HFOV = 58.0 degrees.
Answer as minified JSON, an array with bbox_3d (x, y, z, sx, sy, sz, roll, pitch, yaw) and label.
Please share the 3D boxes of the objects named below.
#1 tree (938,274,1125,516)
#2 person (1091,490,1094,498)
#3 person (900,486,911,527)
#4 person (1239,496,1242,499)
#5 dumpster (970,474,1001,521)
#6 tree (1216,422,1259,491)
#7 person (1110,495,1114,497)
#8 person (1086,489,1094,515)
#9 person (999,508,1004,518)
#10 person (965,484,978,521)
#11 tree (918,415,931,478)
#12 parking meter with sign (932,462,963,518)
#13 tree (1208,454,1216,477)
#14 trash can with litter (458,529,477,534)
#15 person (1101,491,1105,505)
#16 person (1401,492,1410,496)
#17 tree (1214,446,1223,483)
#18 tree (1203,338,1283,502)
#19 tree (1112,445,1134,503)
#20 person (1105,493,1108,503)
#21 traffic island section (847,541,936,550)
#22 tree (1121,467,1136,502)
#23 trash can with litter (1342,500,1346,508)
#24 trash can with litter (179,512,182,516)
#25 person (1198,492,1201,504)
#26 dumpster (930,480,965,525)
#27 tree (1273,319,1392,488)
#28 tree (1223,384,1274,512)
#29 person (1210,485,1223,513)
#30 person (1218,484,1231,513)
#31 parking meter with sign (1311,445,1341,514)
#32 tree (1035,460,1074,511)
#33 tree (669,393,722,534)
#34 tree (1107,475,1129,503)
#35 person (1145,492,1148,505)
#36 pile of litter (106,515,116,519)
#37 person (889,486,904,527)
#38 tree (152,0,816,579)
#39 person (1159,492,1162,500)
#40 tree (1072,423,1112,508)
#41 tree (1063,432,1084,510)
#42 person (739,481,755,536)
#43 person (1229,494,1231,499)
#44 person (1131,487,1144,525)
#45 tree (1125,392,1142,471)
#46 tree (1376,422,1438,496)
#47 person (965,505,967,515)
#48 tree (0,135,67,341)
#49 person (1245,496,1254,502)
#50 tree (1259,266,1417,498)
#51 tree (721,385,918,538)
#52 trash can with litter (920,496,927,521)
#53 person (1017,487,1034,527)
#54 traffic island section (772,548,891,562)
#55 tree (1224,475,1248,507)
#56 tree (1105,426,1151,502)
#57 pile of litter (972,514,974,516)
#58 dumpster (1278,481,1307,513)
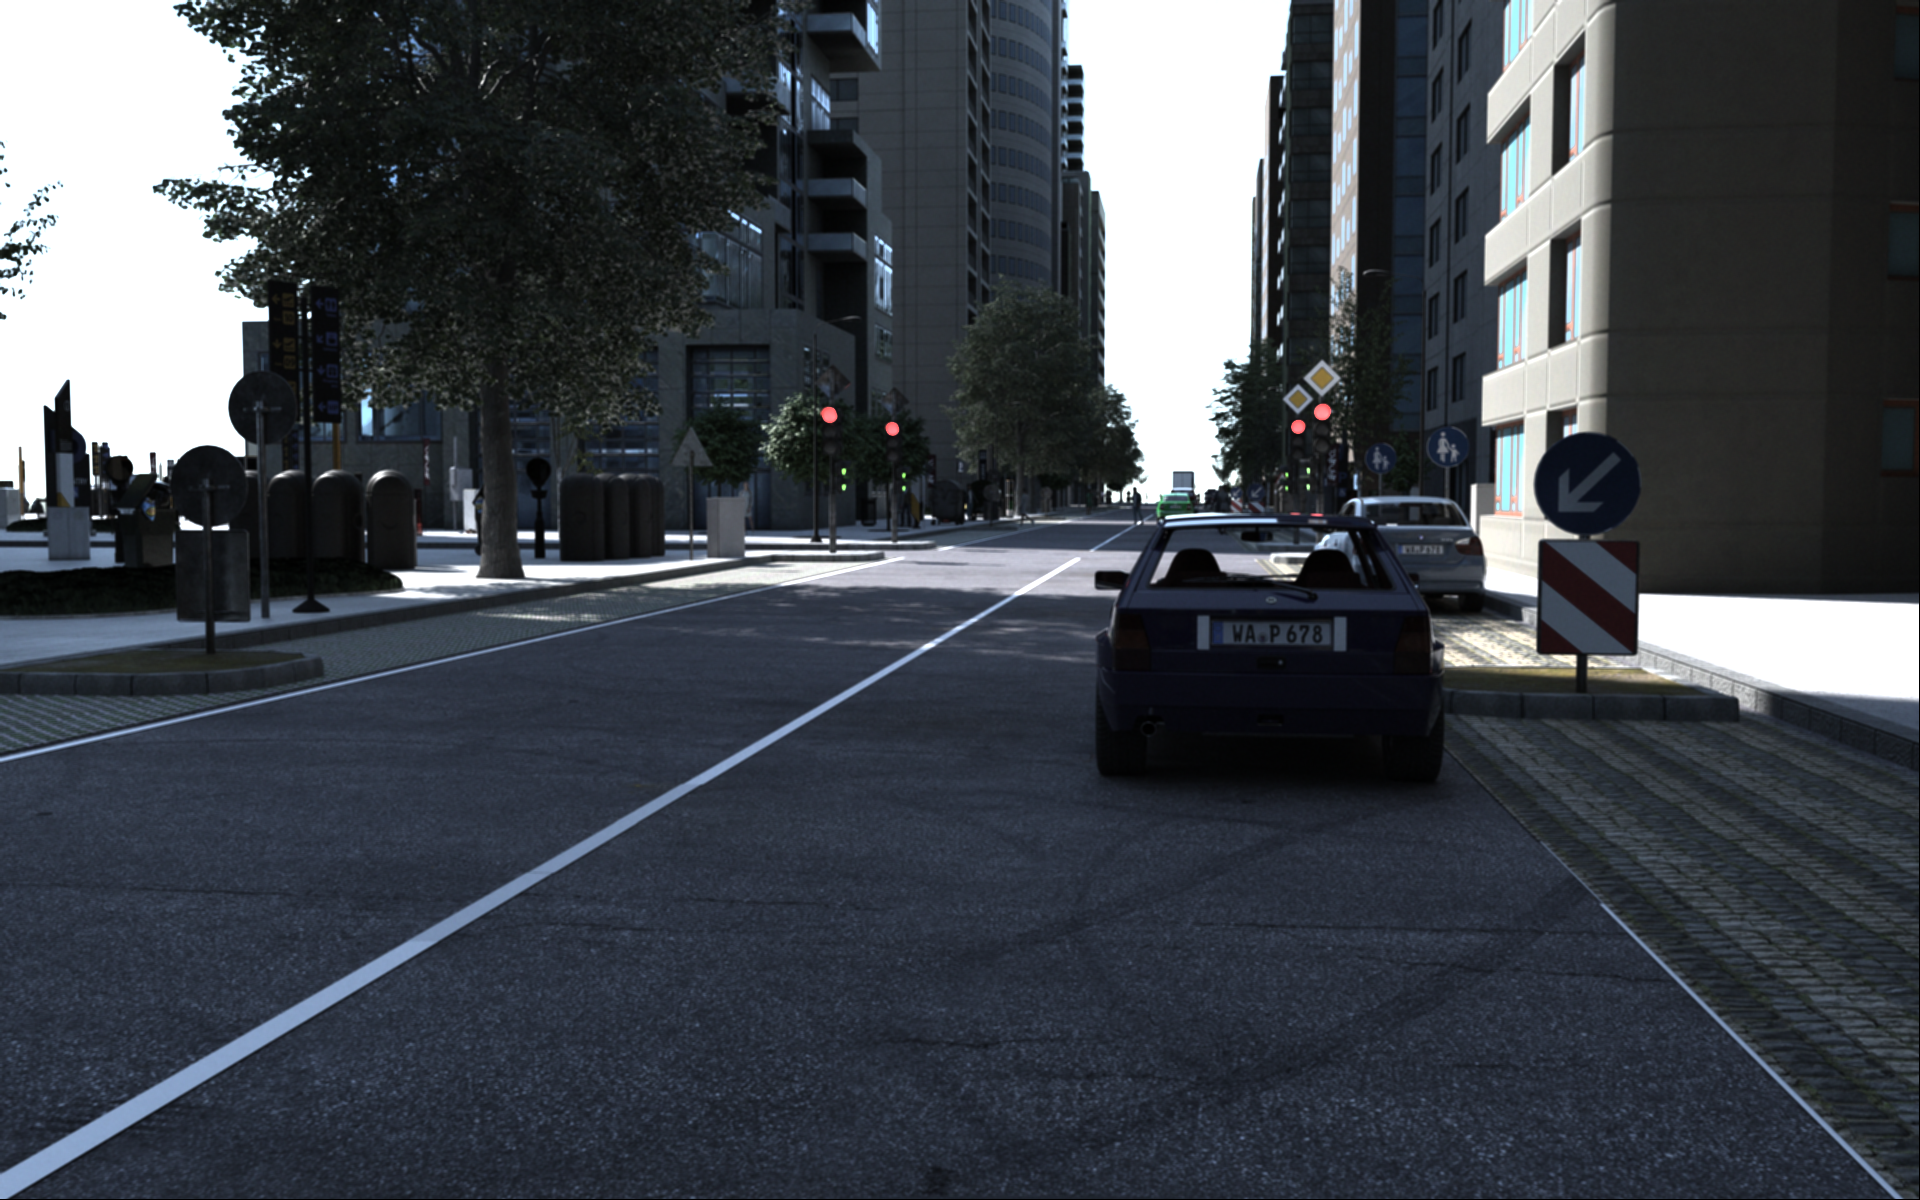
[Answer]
[{"bbox_3d":[3.626,-11.915,101.471,9.857,13.997,8.962,0,3,0],"label":"tree"},{"bbox_3d":[15.898,-12.373,208.435,0.705,1.812,1.348,3,5,44],"label":"person"},{"bbox_3d":[-2.120,-3.728,66.913,0.656,1.842,0.836,-1,4,-20],"label":"person"},{"bbox_3d":[34.897,-12.812,215.594,0.705,1.814,1.350,1,4,13],"label":"person"},{"bbox_3d":[1.135,-4.948,83.387,1.502,2.255,1.985,0,4,7],"label":"dumpster"},{"bbox_3d":[23.158,-11.299,135.103,4.737,8.622,4.395,0,3,0],"label":"tree"},{"bbox_3d":[22.606,-15.649,261.541,1.348,1.869,0.705,-2,4,-32],"label":"person"},{"bbox_3d":[8.825,-6.705,118.368,0.529,1.795,0.600,-2,4,-33],"label":"person"},{"bbox_3d":[1.732,-5.213,91.488,1.509,1.804,0.699,-3,4,-38],"label":"person"},{"bbox_3d":[0.431,-4.613,81.811,0.623,1.781,0.721,-3,5,-44],"label":"person"},{"bbox_3d":[-2.467,-4.669,60.059,4.285,4.588,4.351,0,3,0],"label":"tree"},{"bbox_3d":[-0.728,-5.990,94.198,1.738,3.016,0.543,2,4,28],"label":"parking meter with sign"},{"bbox_3d":[36.448,-17.625,238.535,4.737,8.622,4.395,0,3,0],"label":"tree"},{"bbox_3d":[-15.547,-2.767,56.295,1.678,1.210,2.233,-3,5,-42],"label":"trash can with litter"},{"bbox_3d":[16.978,-12.210,206.621,0.756,1.711,0.436,2,4,26],"label":"person"},{"bbox_3d":[16.876,-3.607,65.193,0.661,1.801,0.590,2,4,32],"label":"person"},{"bbox_3d":[39.795,-18.854,258.618,4.360,8.622,3.978,0,3,0],"label":"tree"},{"bbox_3d":[21.505,-12.671,125.294,7.486,12.596,7.792,0,3,0],"label":"tree"},{"bbox_3d":[22.219,-17.889,242.846,4.360,8.622,3.978,0,3,0],"label":"tree"},{"bbox_3d":[17.731,-12.396,209.380,0.621,1.740,0.551,-1,4,-10],"label":"person"},{"bbox_3d":[-1.742,-1.427,45.606,2.009,0.180,2.903,0,4,7],"label":"traffic island section"},{"bbox_3d":[24.899,-19.311,266.093,4.737,8.622,4.395,0,3,0],"label":"tree"},{"bbox_3d":[13.942,-3.078,61.717,0.624,1.170,1.055,1,4,15],"label":"trash can with litter"},{"bbox_3d":[-44.851,-5.401,99.691,0.624,1.170,1.055,-1,4,-13],"label":"trash can with litter"},{"bbox_3d":[33.392,-14.248,242.186,0.721,1.736,1.217,0,4,6],"label":"person"},{"bbox_3d":[-0.526,-4.035,71.729,1.264,1.857,1.865,0,4,7],"label":"dumpster"},{"bbox_3d":[15.581,-7.432,71.876,4.360,8.622,3.978,0,3,0],"label":"tree"},{"bbox_3d":[20.468,-10.008,113.990,4.360,8.622,3.978,0,3,0],"label":"tree"},{"bbox_3d":[9.692,-3.415,64.759,0.576,1.772,0.534,-2,4,-30],"label":"person"},{"bbox_3d":[9.417,-3.219,61.413,0.520,1.790,0.573,2,4,29],"label":"person"},{"bbox_3d":[13.114,-4.040,62.318,0.543,3.016,1.738,-1,4,-10],"label":"parking meter with sign"},{"bbox_3d":[7.082,-8.912,129.422,4.285,4.588,4.351,0,3,0],"label":"tree"},{"bbox_3d":[-7.739,-4.442,56.339,4.285,4.588,4.351,0,3,0],"label":"tree"},{"bbox_3d":[23.330,-16.719,257.064,4.285,4.588,4.351,0,3,0],"label":"tree"},{"bbox_3d":[24.168,-13.113,223.622,0.721,1.743,1.217,1,4,14],"label":"person"},{"bbox_3d":[-41.494,-4.353,85.128,1.176,0.858,1.719,1,4,9],"label":"pile of litter"},{"bbox_3d":[-2.422,-3.580,64.683,0.694,1.812,0.767,2,4,27],"label":"person"},{"bbox_3d":[-7.043,-7.301,26.026,9.857,13.997,8.962,0,3,0],"label":"tree"},{"bbox_3d":[29.712,-15.087,255.991,0.721,1.723,1.217,3,5,43],"label":"person"},{"bbox_3d":[10.949,-12.535,155.306,4.360,8.622,3.978,0,3,0],"label":"tree"},{"bbox_3d":[8.100,-11.514,138.610,4.737,8.622,4.395,0,3,0],"label":"tree"},{"bbox_3d":[-6.615,-2.850,53.637,0.512,1.701,0.522,-1,4,-9],"label":"person"},{"bbox_3d":[42.783,-16.360,273.516,1.348,1.826,0.705,-2,4,-34],"label":"person"},{"bbox_3d":[8.251,-4.406,80.888,0.623,1.781,0.721,2,4,32],"label":"person"},{"bbox_3d":[15.612,-17.537,193.389,9.857,13.997,8.962,0,3,0],"label":"tree"},{"bbox_3d":[11.906,-3.203,46.969,1.663,3.219,1.824,0,3,0],"label":"tree"},{"bbox_3d":[1.063,-5.945,103.462,1.509,1.804,0.699,1,4,14],"label":"person"},{"bbox_3d":[-15.932,-4.605,25.650,4.737,8.622,4.395,0,3,0],"label":"tree"},{"bbox_3d":[23.775,-8.235,140.688,0.705,1.824,1.348,-3,5,-41],"label":"person"},{"bbox_3d":[12.748,-6.419,55.317,4.737,8.622,4.395,0,3,0],"label":"tree"},{"bbox_3d":[-4.152,-4.088,50.548,4.285,4.588,4.351,0,3,0],"label":"tree"},{"bbox_3d":[-2.036,-4.399,83.309,0.624,1.170,1.055,1,4,21],"label":"trash can with litter"},{"bbox_3d":[2.872,-4.067,75.743,0.760,1.731,0.466,0,4,-3],"label":"person"},{"bbox_3d":[-2.786,-0.942,37.689,2.009,0.180,2.903,0,4,7],"label":"traffic island section"},{"bbox_3d":[27.582,-10.889,172.644,1.663,3.219,1.824,0,3,0],"label":"tree"},{"bbox_3d":[25.911,-22.084,278.084,9.611,12.733,9.660,0,3,0],"label":"tree"},{"bbox_3d":[1.101,-5.309,100.759,1.176,0.858,1.719,-2,4,-29],"label":"pile of litter"},{"bbox_3d":[15.404,-4.552,80.185,1.264,1.857,1.865,0,4,7],"label":"dumpster"}]
